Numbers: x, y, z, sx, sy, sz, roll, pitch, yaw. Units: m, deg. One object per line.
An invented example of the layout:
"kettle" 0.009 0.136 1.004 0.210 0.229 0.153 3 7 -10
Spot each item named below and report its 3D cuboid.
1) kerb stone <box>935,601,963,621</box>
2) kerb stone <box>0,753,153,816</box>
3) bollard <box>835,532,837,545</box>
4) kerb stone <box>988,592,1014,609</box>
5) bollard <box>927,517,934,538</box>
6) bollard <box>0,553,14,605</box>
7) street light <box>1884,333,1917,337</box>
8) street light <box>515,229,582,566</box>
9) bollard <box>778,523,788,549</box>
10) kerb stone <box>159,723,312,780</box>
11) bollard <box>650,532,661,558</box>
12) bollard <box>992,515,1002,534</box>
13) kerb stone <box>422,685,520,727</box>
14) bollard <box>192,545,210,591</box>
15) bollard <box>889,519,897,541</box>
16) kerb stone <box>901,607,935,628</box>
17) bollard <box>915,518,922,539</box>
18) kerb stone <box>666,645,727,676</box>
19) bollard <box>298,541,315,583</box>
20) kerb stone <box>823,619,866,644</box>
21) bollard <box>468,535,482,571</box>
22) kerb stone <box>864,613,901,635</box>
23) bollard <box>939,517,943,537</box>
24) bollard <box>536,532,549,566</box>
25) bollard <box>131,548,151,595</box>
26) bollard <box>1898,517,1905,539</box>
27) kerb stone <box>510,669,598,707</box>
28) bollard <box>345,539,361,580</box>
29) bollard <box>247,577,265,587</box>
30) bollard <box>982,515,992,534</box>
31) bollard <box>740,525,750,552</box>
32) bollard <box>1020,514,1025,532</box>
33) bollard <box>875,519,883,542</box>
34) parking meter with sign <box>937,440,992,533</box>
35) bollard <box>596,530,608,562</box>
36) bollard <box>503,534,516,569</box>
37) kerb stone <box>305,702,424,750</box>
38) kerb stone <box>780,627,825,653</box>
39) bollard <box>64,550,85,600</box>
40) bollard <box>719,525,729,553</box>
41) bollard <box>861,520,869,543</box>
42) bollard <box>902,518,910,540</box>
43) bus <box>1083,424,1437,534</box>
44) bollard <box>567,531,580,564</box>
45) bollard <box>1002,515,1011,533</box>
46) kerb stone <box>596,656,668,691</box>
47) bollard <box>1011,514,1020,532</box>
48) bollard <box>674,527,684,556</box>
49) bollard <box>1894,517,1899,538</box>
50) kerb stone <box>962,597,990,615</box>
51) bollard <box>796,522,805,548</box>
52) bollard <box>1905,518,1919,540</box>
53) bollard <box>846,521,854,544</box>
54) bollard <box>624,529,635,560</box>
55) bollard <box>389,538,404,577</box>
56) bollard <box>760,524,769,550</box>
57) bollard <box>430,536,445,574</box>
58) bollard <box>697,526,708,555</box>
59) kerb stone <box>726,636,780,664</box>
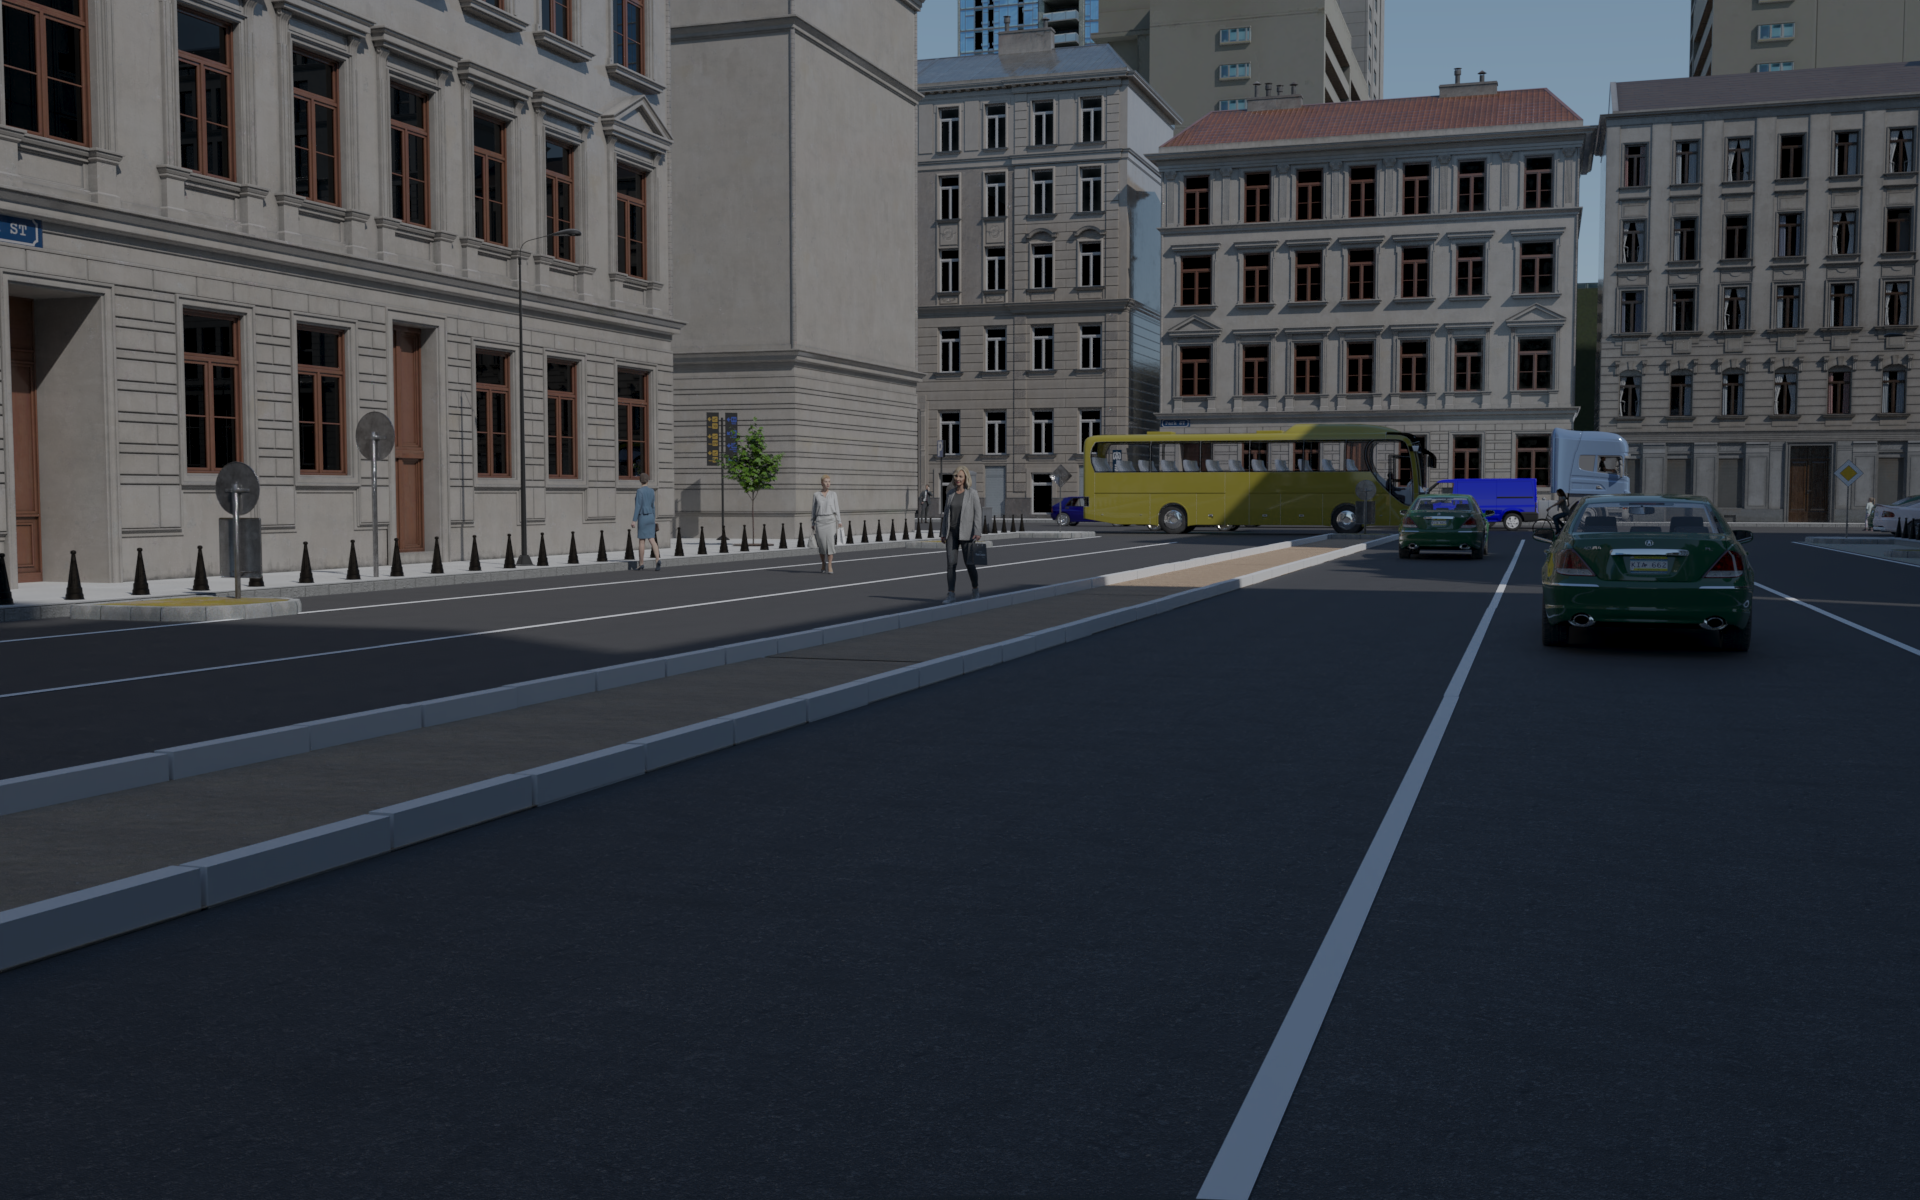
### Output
"kerb stone" -0.206 0.147 19.828 0.120 0.150 1.000 1 4 19
"kerb stone" -4.144 0.866 8.142 0.120 0.150 1.000 1 4 19
"bollard" -3.159 -1.682 43.547 0.229 0.601 0.229 0 3 0
"kerb stone" 0.444 0.026 21.774 0.120 0.150 1.000 1 4 19
"bollard" -0.853 -2.100 50.380 0.229 0.601 0.229 0 3 0
"bollard" -11.086 -0.245 20.055 0.229 0.601 0.229 0 3 0
"street light" 27.323 -4.734 49.937 1.470 5.913 1.316 1 4 19
"street light" -7.291 -3.555 30.662 1.470 5.913 1.316 1 4 19
"bollard" -4.150 -1.503 40.614 0.229 0.601 0.229 0 3 0
"kerb stone" -3.810 0.800 9.112 0.120 0.150 1.000 1 4 19
"bollard" -6.123 -1.145 34.765 0.229 0.601 0.229 0 3 0
"bollard" 1.124 -2.459 56.249 0.229 0.601 0.229 0 3 0
"kerb stone" -3.159 0.684 11.058 0.120 0.150 1.000 1 4 19
"bollard" -10.090 -0.426 23.006 0.229 0.601 0.229 0 3 0
"bollard" -1.841 -1.921 47.446 0.229 0.601 0.229 0 3 0
"kerb stone" -0.528 0.204 18.854 0.120 0.150 1.000 1 4 19
"bollard" -1.184 -2.040 49.396 0.229 0.601 0.229 0 3 0
"kerb stone" -2.179 0.505 13.987 0.120 0.150 1.000 1 4 19
"bollard" -9.429 -0.546 24.966 0.229 0.601 0.229 0 3 0
"kerb stone" -1.188 0.324 16.905 0.120 0.150 1.000 1 4 19
"bollard" -8.098 -0.786 28.901 0.229 0.601 0.229 0 3 0
"kerb stone" -0.868 0.264 17.880 0.120 0.150 1.000 1 4 19
"bollard" -0.524 -2.160 51.353 0.229 0.601 0.229 0 3 0
"bollard" -7.439 -0.906 30.858 0.229 0.601 0.229 0 3 0
"bollard" -10.426 -0.366 22.029 0.229 0.601 0.229 0 3 0
"bollard" 27.299 -2.076 49.982 0.229 0.601 0.229 0 3 0
"kerb stone" -2.846 0.621 12.035 0.120 0.150 1.000 1 4 19
"bollard" -9.095 -0.606 25.953 0.229 0.601 0.229 0 3 0
"bollard" -9.755 -0.486 23.992 0.229 0.601 0.229 0 3 0
"bollard" 0.801 -2.400 55.275 0.229 0.601 0.229 0 3 0
"bollard" -4.809 -1.384 38.662 0.229 0.601 0.229 0 3 0
"bollard" 2.111 -2.638 59.174 0.229 0.601 0.229 0 3 0
"bollard" -2.172 -1.861 46.474 0.229 0.601 0.229 0 3 0
"parking meter with sign" 0.171 -3.676 56.363 1.738 3.016 0.543 -1 4 -20
"bollard" -6.782 -1.026 32.812 0.229 0.601 0.229 0 3 0
"bollard" -7.772 -0.846 29.874 0.229 0.601 0.229 0 3 0
"kerb stone" -3.495 0.741 10.088 0.120 0.150 1.000 1 4 19
"kerb stone" -1.518 0.388 15.934 0.120 0.150 1.000 1 4 19
"bollard" -10.758 -0.305 21.028 0.229 0.601 0.229 0 3 0
"bollard" -5.141 -1.324 37.691 0.229 0.601 0.229 0 3 0
"bollard" -2.502 -1.801 45.493 0.229 0.601 0.229 0 3 0
"bollard" -1.515 -1.981 48.424 0.229 0.601 0.229 0 3 0
"bus" 10.644 -4.305 61.941 12.252 3.916 2.896 1 4 17
"bollard" -7.112 -0.966 31.831 0.229 0.601 0.229 0 3 0
"bollard" 1.454 -2.519 57.227 0.229 0.601 0.229 0 3 0
"kerb stone" -2.509 0.562 13.004 0.120 0.150 1.000 1 4 19
"bollard" 1.784 -2.578 58.199 0.229 0.601 0.229 0 3 0
"bollard" -5.796 -1.205 35.738 0.229 0.601 0.229 0 3 0
"bollard" 27.631 -2.136 50.959 0.229 0.601 0.229 0 3 0
"kerb stone" 0.119 0.085 20.801 0.120 0.150 1.000 1 4 19
"bollard" -3.820 -1.563 41.590 0.229 0.601 0.229 0 3 0
"bollard" 26.968 -2.016 49.001 0.229 0.601 0.229 0 3 0
"bollard" -2.833 -1.742 44.521 0.229 0.601 0.229 0 3 0
"bollard" -6.452 -1.086 33.792 0.229 0.601 0.229 0 3 0
"bollard" -8.764 -0.667 26.944 0.229 0.601 0.229 0 3 0
"bollard" -4.476 -1.443 39.634 0.229 0.601 0.229 0 3 0
"bollard" -8.430 -0.726 27.915 0.229 0.601 0.229 0 3 0
"bollard" -5.466 -1.264 36.715 0.229 0.601 0.229 0 3 0
"kerb stone" -1.844 0.444 14.961 0.120 0.150 1.000 1 4 19
